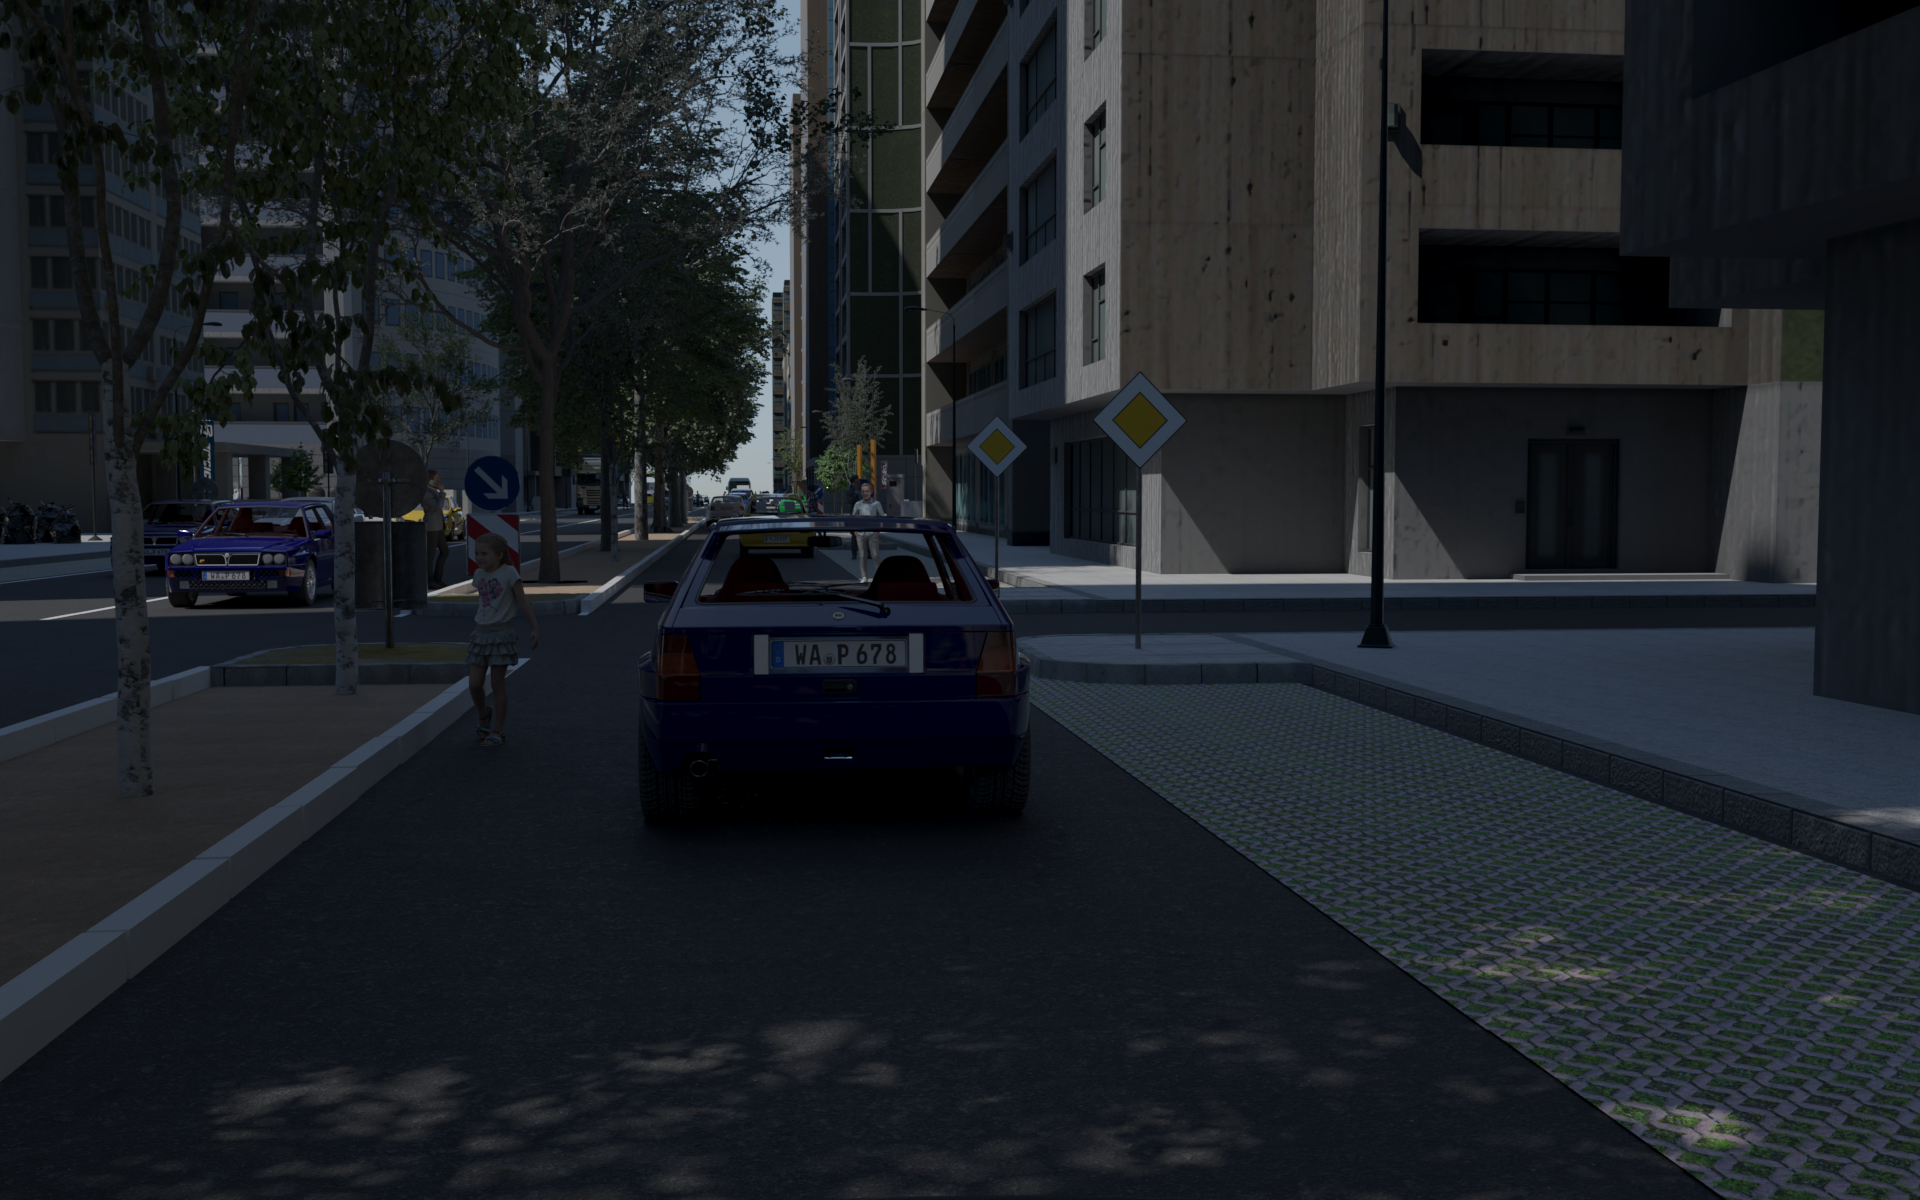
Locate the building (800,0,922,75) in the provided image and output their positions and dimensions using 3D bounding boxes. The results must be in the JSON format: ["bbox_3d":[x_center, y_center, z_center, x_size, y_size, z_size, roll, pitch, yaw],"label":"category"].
[{"bbox_3d":[-5.377,-29.793,137.226,14.600,45.320,14.200,0,4,-7],"label":"building"}]

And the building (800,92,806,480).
[{"bbox_3d":[-3.312,-30.859,159.169,22.147,44.769,28.867,0,4,-7],"label":"building"}]

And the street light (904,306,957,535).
[{"bbox_3d":[-0.682,-4.312,43.049,1.470,5.913,1.316,0,4,-7],"label":"street light"}]

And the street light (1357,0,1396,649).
[{"bbox_3d":[2.958,-2.554,14.293,1.470,5.913,1.316,0,4,-7],"label":"street light"}]

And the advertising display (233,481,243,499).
[{"bbox_3d":[-36.537,-5.036,87.559,0.974,1.923,0.123,3,5,40],"label":"advertising display"}]

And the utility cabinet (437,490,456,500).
[{"bbox_3d":[-26.925,-5.010,90.594,1.173,1.500,0.318,1,4,15],"label":"utility cabinet"}]

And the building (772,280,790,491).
[{"bbox_3d":[-19.872,-29.131,247.991,14.160,30.474,14.107,0,4,-7],"label":"building"}]

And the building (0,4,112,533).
[{"bbox_3d":[-40.987,-22.494,59.659,32.217,40.220,23.993,0,4,-7],"label":"building"}]

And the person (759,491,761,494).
[{"bbox_3d":[-19.327,-9.730,168.108,1.217,1.766,0.721,1,4,22],"label":"person"}]

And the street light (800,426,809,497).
[{"bbox_3d":[-10.282,-8.966,119.137,1.470,5.913,1.316,0,4,-7],"label":"street light"}]

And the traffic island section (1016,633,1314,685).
[{"bbox_3d":[1.497,0.483,14.388,2.009,0.180,2.903,0,4,-7],"label":"traffic island section"}]

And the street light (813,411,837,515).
[{"bbox_3d":[-7.510,-7.587,96.588,1.470,5.913,1.316,0,4,-7],"label":"street light"}]

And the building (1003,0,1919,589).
[{"bbox_3d":[8.723,-15.836,30.613,14.107,30.474,14.160,0,4,-7],"label":"building"}]

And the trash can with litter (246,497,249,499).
[{"bbox_3d":[-32.274,-4.164,79.470,1.055,1.170,0.624,-2,4,-31],"label":"trash can with litter"}]

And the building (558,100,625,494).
[{"bbox_3d":[-53.426,-36.163,214.968,21.300,48.544,21.600,0,4,-7],"label":"building"}]

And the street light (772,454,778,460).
[{"bbox_3d":[-20.743,-13.985,201.201,1.470,5.913,1.316,0,4,-7],"label":"street light"}]

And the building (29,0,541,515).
[{"bbox_3d":[-48.439,-26.916,131.955,32.217,40.220,23.993,0,4,-7],"label":"building"}]

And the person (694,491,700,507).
[{"bbox_3d":[-28.861,-11.119,190.380,0.705,1.814,1.350,-2,4,-34],"label":"person"}]

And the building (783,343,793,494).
[{"bbox_3d":[-7.630,-22.565,213.983,27.650,21.520,28.899,0,4,-7],"label":"building"}]

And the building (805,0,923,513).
[{"bbox_3d":[-0.130,-41.637,119.011,20.563,71.187,20.611,0,4,-7],"label":"building"}]

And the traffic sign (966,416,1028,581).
[{"bbox_3d":[0.470,-1.137,22.230,0.795,2.450,0.064,0,4,-7],"label":"traffic sign"}]

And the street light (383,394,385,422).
[{"bbox_3d":[-24.044,-6.208,74.034,1.470,5.913,1.316,0,4,-7],"label":"street light"}]

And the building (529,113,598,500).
[{"bbox_3d":[-50.883,-32.746,190.017,22.147,44.769,28.867,0,4,-7],"label":"building"}]

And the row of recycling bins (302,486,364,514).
[{"bbox_3d":[-31.957,-4.915,87.479,3.534,1.692,1.069,-1,4,-14],"label":"row of recycling bins"}]

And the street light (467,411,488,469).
[{"bbox_3d":[-26.858,-7.582,96.506,1.470,5.913,1.316,0,4,-7],"label":"street light"}]

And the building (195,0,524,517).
[{"bbox_3d":[-39.681,-34.510,106.241,21.231,58.520,28.212,0,4,-7],"label":"building"}]

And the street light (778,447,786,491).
[{"bbox_3d":[-17.110,-12.238,172.634,1.470,5.913,1.316,0,4,-7],"label":"street light"}]

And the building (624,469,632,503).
[{"bbox_3d":[-52.379,-28.355,235.300,14.160,30.474,14.107,0,4,-7],"label":"building"}]

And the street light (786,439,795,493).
[{"bbox_3d":[-13.672,-10.587,145.631,1.470,5.913,1.316,0,4,-7],"label":"street light"}]

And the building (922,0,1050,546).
[{"bbox_3d":[10.530,-26.242,52.767,21.300,48.544,21.600,0,4,-7],"label":"building"}]

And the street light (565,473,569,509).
[{"bbox_3d":[-33.836,-10.926,151.186,1.470,5.913,1.316,0,4,-7],"label":"street light"}]

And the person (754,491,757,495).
[{"bbox_3d":[-26.670,-13.305,226.054,1.348,1.823,0.705,0,4,-3],"label":"person"}]

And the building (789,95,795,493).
[{"bbox_3d":[-11.615,-33.086,191.072,14.600,45.320,14.200,0,4,-7],"label":"building"}]

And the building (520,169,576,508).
[{"bbox_3d":[-41.844,-23.308,152.789,14.160,30.474,14.107,0,4,-7],"label":"building"}]

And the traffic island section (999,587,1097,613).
[{"bbox_3d":[0.493,-0.002,22.310,2.009,0.180,2.903,0,4,-7],"label":"traffic island section"}]

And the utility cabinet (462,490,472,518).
[{"bbox_3d":[-26.470,-5.154,92.953,0.318,1.500,1.173,0,4,-7],"label":"utility cabinet"}]

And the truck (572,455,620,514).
[{"bbox_3d":[-26.147,-8.329,125.085,2.839,4.237,11.283,0,4,-8],"label":"truck"}]

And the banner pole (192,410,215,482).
[{"bbox_3d":[-22.662,-3.780,51.815,0.863,3.779,0.401,0,4,6],"label":"banner pole"}]

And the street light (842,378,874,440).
[{"bbox_3d":[-4.030,-5.933,69.549,1.470,5.913,1.316,0,4,-7],"label":"street light"}]

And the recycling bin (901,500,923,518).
[{"bbox_3d":[-1.698,-2.962,60.990,0.722,1.027,0.722,0,4,-8],"label":"recycling bin"}]

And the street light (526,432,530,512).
[{"bbox_3d":[-30.355,-9.248,123.751,1.470,5.913,1.316,0,4,-7],"label":"street light"}]

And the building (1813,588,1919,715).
[{"bbox_3d":[11.089,-14.445,7.874,14.160,30.474,14.107,0,4,-7],"label":"building"}]

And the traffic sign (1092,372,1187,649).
[{"bbox_3d":[1.475,-0.652,14.308,0.795,2.450,0.064,0,4,-7],"label":"traffic sign"}]

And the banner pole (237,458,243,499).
[{"bbox_3d":[-35.289,-5.803,84.894,0.401,3.779,0.863,-3,4,-38],"label":"banner pole"}]

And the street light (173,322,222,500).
[{"bbox_3d":[-20.565,-4.538,46.736,1.470,5.913,1.316,0,4,-7],"label":"street light"}]
